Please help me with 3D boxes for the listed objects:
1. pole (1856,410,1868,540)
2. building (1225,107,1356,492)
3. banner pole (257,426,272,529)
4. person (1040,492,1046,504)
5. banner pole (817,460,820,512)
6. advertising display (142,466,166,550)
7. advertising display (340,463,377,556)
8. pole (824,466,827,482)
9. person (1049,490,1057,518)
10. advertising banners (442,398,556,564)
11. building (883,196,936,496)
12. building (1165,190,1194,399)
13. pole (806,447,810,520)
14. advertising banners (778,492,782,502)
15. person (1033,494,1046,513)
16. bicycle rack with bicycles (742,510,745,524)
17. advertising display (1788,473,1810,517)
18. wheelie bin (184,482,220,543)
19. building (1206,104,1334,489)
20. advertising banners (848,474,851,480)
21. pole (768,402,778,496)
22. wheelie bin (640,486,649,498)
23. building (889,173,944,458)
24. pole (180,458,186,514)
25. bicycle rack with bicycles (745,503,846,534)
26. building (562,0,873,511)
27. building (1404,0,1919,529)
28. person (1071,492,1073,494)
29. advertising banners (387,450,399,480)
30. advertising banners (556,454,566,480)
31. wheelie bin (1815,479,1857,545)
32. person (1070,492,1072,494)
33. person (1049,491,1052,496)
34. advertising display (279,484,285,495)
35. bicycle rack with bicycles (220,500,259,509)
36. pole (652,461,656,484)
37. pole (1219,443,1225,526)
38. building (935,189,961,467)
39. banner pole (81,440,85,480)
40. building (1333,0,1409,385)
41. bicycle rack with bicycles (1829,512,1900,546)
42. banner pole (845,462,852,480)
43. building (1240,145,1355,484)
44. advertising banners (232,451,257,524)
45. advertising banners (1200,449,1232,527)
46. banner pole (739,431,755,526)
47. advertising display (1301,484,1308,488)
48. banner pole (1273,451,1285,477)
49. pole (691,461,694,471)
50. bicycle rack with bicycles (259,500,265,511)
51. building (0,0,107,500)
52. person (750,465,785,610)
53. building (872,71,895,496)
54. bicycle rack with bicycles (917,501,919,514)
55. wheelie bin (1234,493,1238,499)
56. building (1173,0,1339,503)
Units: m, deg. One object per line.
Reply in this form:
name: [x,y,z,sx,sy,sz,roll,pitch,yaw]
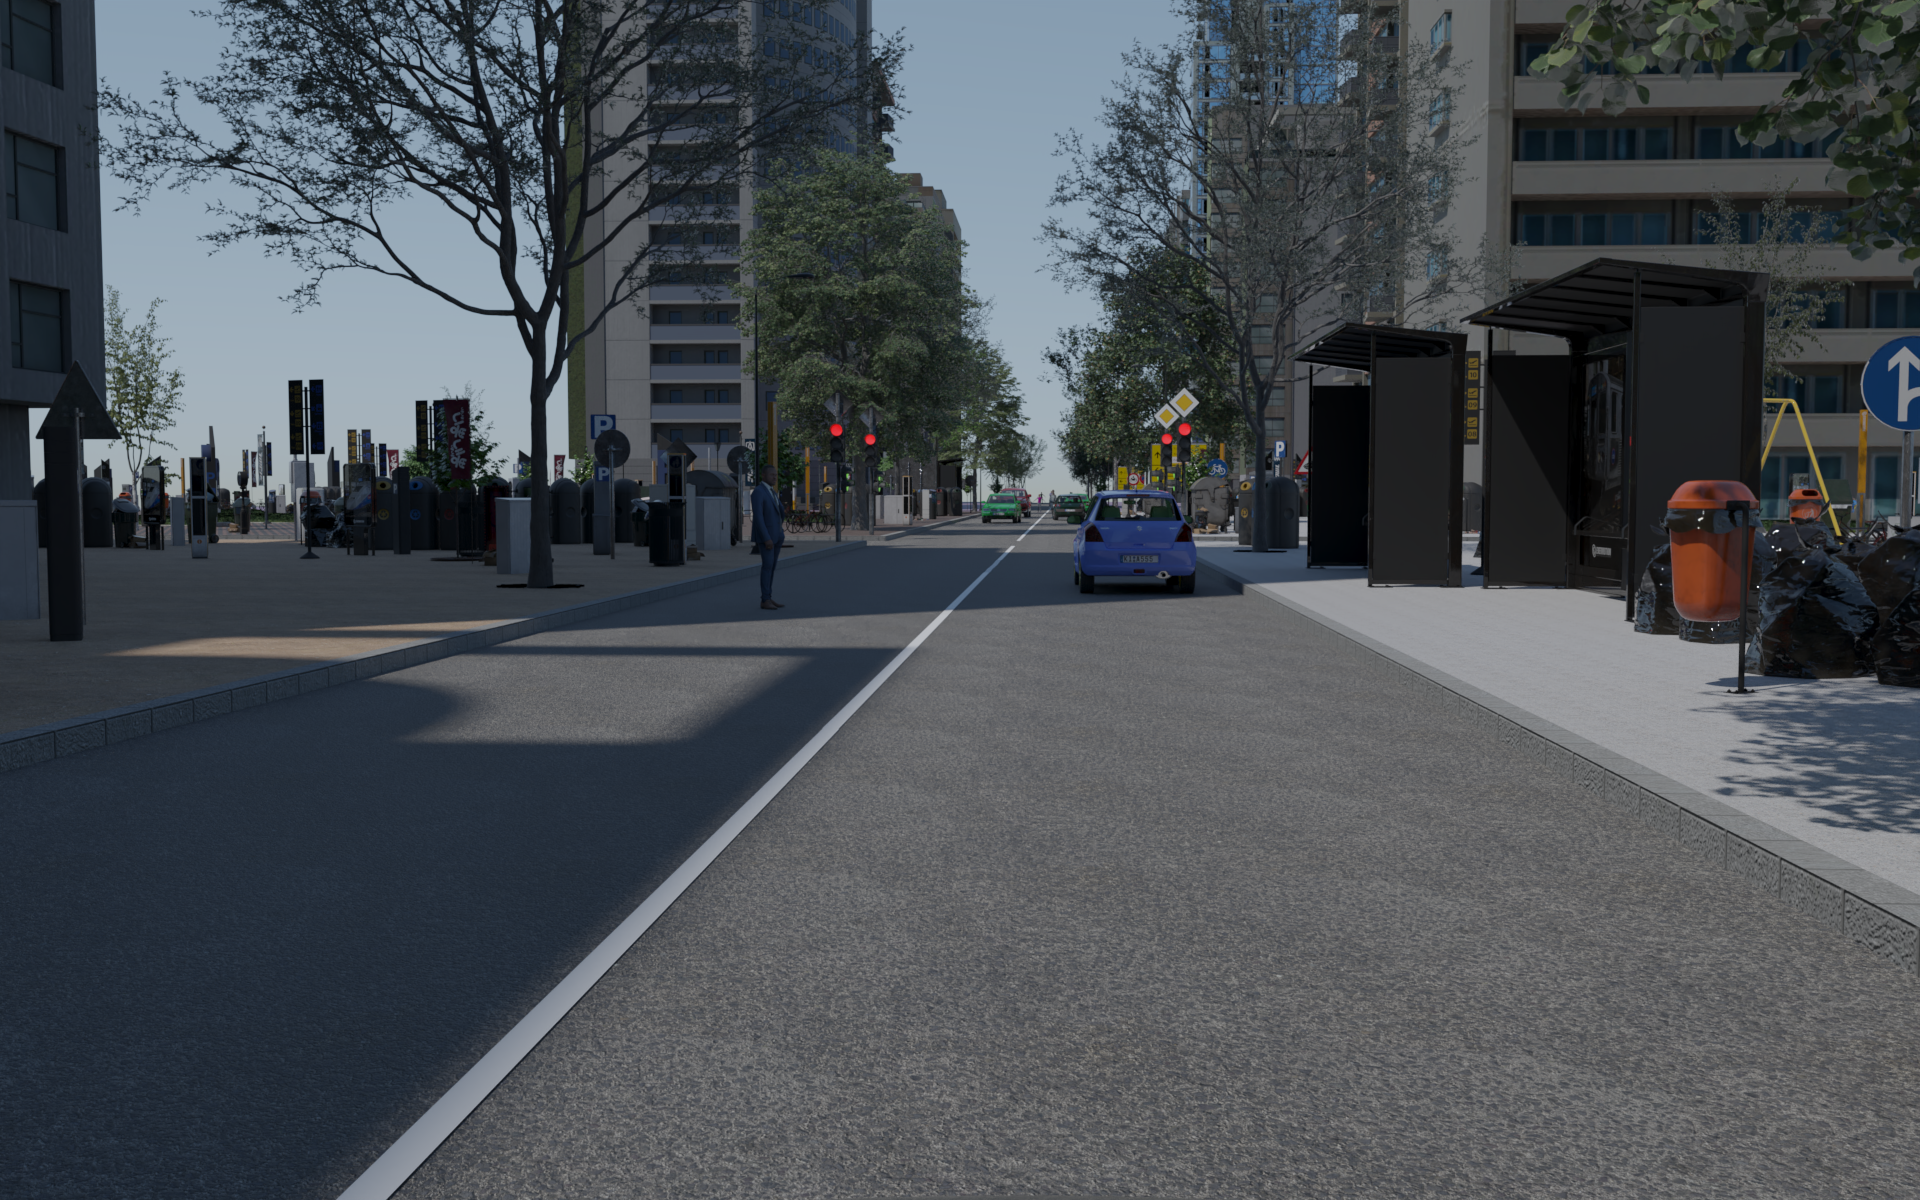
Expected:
pole: [21.873,-2.946,42.009,0.158,3.312,0.155,0,3,0]
building: [41.369,-28.984,165.775,32.217,40.220,23.993,0,4,3]
banner pole: [-25.578,-4.496,63.519,0.401,3.779,0.863,-3,5,-43]
person: [11.779,-14.755,250.463,1.217,1.735,0.721,0,4,7]
banner pole: [-10.168,-8.282,125.422,0.401,3.779,0.863,0,4,-5]
advertising display: [-18.485,-2.111,39.723,0.974,1.923,0.123,3,5,43]
advertising display: [-12.549,-1.897,36.232,0.974,1.923,0.123,2,4,35]
pole: [-9.889,-8.177,127.539,0.158,3.312,0.155,0,3,0]
person: [5.600,-5.789,104.158,0.512,1.701,0.522,1,4,18]
advertising banners: [-8.418,-2.162,31.539,2.074,3.025,0.090,1,4,9]
building: [-10.725,-33.506,231.416,14.154,41.232,14.086,0,4,3]
building: [43.235,-39.837,270.941,23.786,49.044,30.456,0,4,3]
pole: [-6.160,-4.662,70.070,0.158,3.312,0.155,0,3,0]
advertising banners: [-4.968,-3.081,46.561,0.090,3.025,2.074,-1,4,-13]
person: [6.135,-7.483,134.072,0.991,1.433,0.599,1,4,10]
bicycle rack with bicycles: [-7.753,-3.678,73.521,2.852,0.926,2.925,3,4,36]
advertising display: [26.104,-2.978,53.899,0.974,1.923,0.123,-2,4,-35]
wheelie bin: [-19.707,-2.269,45.008,0.980,1.594,0.693,2,4,32]
building: [33.275,-30.684,185.272,14.154,41.232,14.086,0,4,3]
advertising banners: [-8.068,-7.203,113.963,2.074,3.025,0.090,1,4,20]
pole: [-4.142,-2.721,38.325,0.158,3.312,0.155,0,3,0]
wheelie bin: [-12.557,-3.734,68.959,0.980,1.594,0.693,-1,4,-16]
building: [-10.148,-36.409,245.399,14.600,45.320,14.200,0,4,3]
pole: [-43.831,-6.354,97.729,0.158,3.312,0.155,0,3,0]
bicycle rack with bicycles: [-5.080,-2.709,57.679,2.925,0.926,2.852,-3,4,-36]
building: [-19.304,-36.869,144.811,21.231,58.520,28.212,0,4,3]
building: [29.986,-27.373,71.247,21.600,48.544,21.300,0,4,3]
person: [16.936,-15.495,262.624,1.217,1.735,0.721,-2,4,-24]
advertising banners: [-21.322,-4.352,67.340,2.074,3.025,0.090,1,4,12]
advertising banners: [-18.398,-4.899,76.282,2.074,3.025,0.090,-1,4,-17]
wheelie bin: [18.363,-1.754,36.586,0.980,1.594,0.693,0,4,6]
person: [16.065,-14.801,251.169,0.621,1.740,0.551,-2,4,-34]
person: [12.423,-13.861,234.993,0.709,1.838,0.599,-2,4,-31]
advertising display: [-44.246,-6.595,113.041,0.123,1.923,0.974,-3,4,-37]
bicycle rack with bicycles: [-48.631,-6.196,114.688,2.852,0.926,2.925,3,5,44]
pole: [-18.864,-6.911,106.838,0.158,3.312,0.155,0,3,0]
pole: [10.578,-4.649,69.862,0.158,3.312,0.155,0,3,0]
building: [-11.033,-40.022,278.064,21.300,48.544,21.600,0,4,3]
banner pole: [-29.474,-4.131,57.556,0.401,3.779,0.863,2,4,34]
building: [35.514,-27.731,108.032,22.147,44.769,28.867,0,4,3]
bicycle rack with bicycles: [17.889,-1.230,33.486,2.925,0.926,2.852,-1,4,-12]
banner pole: [-7.402,-7.804,117.606,0.863,3.779,0.401,-1,4,-23]
building: [30.854,-22.994,147.659,14.160,30.474,14.107,0,4,3]
advertising banners: [-28.846,-4.511,69.948,0.090,3.025,2.074,0,4,5]
advertising banners: [10.022,-4.384,67.872,0.090,3.025,2.074,3,5,44]
banner pole: [-8.468,-4.815,68.742,0.863,3.779,0.401,1,4,15]
advertising display: [22.867,-6.689,114.572,0.974,1.923,0.123,-1,4,-23]
banner pole: [16.468,-6.066,89.189,0.863,3.779,0.401,3,5,45]
pole: [-15.501,-6.520,100.452,0.158,3.312,0.155,0,3,0]
bicycle rack with bicycles: [-52.608,-7.229,131.583,2.925,0.926,2.852,-2,4,-35]
building: [-23.027,-15.666,27.842,14.107,30.474,14.160,0,4,3]
person: [-2.420,-0.801,21.785,0.419,1.800,0.721,1,4,9]
building: [-18.198,-31.749,173.721,22.147,44.769,28.867,0,4,3]
bicycle rack with bicycles: [-1.876,-5.757,107.507,2.852,0.926,2.925,1,4,9]
wheelie bin: [15.457,-5.354,95.438,0.693,1.594,0.980,1,4,9]
building: [40.448,-56.664,239.129,22.319,86.520,31.000,0,4,3]
